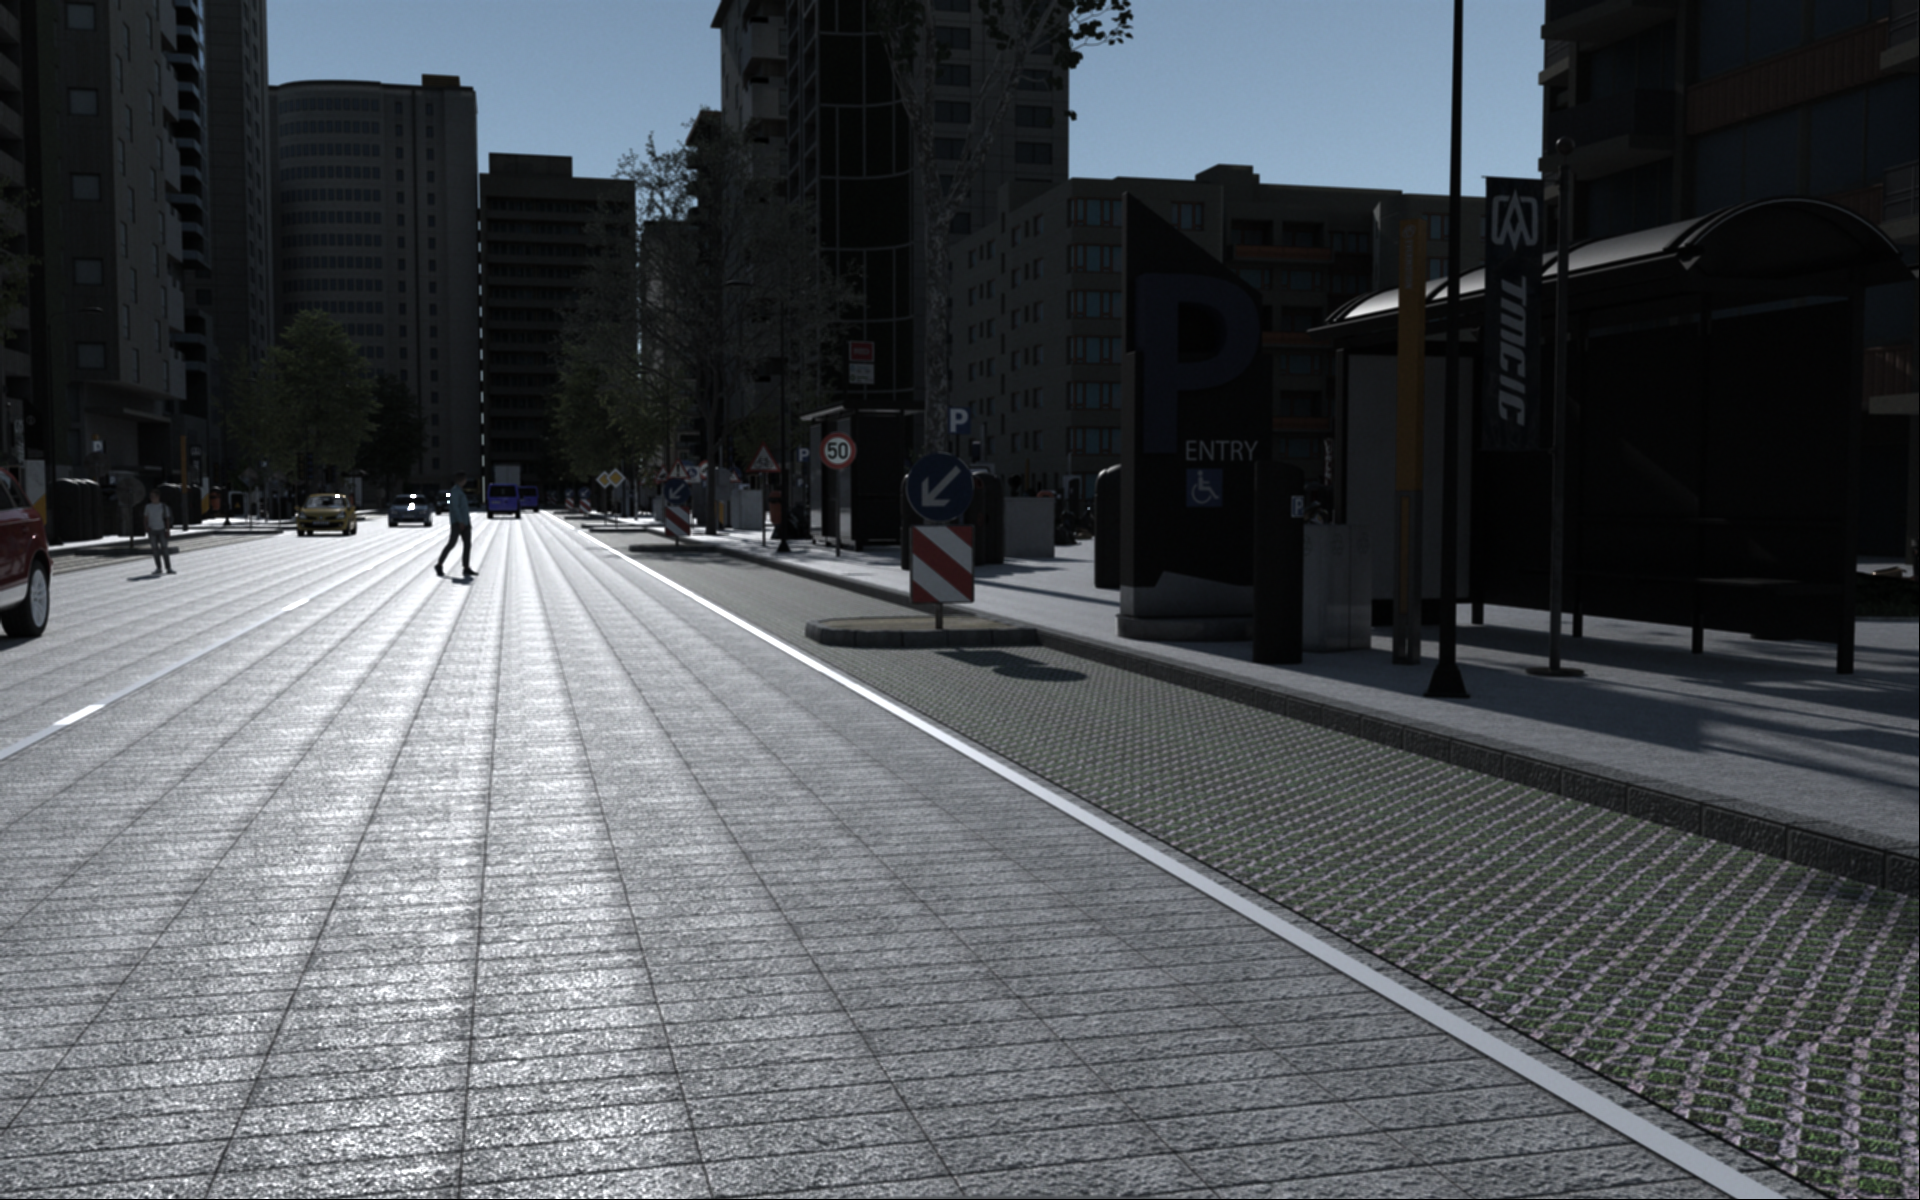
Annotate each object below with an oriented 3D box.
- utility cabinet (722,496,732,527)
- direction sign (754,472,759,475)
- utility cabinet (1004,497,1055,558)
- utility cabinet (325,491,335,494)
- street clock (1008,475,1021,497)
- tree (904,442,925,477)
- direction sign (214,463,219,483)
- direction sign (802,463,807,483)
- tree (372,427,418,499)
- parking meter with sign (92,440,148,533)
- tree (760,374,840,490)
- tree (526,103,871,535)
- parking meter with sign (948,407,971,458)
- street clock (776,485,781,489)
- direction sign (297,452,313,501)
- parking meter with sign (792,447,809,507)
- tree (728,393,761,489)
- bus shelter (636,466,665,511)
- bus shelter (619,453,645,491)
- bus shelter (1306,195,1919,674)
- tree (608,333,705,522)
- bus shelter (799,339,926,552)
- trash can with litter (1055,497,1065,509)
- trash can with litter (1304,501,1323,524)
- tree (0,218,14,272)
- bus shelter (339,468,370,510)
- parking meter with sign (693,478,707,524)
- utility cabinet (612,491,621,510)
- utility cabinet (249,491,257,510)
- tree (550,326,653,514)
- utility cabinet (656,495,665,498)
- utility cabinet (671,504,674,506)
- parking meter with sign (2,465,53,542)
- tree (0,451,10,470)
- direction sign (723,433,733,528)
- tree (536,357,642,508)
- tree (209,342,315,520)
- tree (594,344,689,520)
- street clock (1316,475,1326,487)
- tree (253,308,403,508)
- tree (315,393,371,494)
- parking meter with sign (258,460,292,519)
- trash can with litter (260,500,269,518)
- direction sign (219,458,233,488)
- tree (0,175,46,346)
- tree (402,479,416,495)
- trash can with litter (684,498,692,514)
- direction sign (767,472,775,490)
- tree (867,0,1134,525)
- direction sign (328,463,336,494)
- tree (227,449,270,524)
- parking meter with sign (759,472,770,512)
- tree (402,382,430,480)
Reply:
[{"bbox_3d":[-9.772,-3.908,75.065,1.020,1.237,0.306,0,4,-7],"label":"utility cabinet"},{"bbox_3d":[-12.191,-6.839,103.816,0.379,3.537,0.876,-2,4,-28],"label":"direction sign"},{"bbox_3d":[1.387,-1.459,35.019,1.020,1.237,0.306,0,4,-4],"label":"utility cabinet"},{"bbox_3d":[-51.107,-8.036,140.067,1.173,1.500,0.318,-3,5,-43],"label":"utility cabinet"},{"bbox_3d":[2.061,-3.708,65.193,0.471,2.002,0.358,-3,4,-36],"label":"street clock"},{"bbox_3d":[-1.208,-4.186,63.040,1.663,3.219,1.824,0,3,0],"label":"tree"},{"bbox_3d":[-53.534,-8.158,125.381,0.876,3.537,0.379,0,4,-6],"label":"direction sign"},{"bbox_3d":[-11.435,-8.095,124.345,0.876,3.537,0.379,1,4,8],"label":"direction sign"},{"bbox_3d":[-57.163,-13.604,172.788,4.737,8.622,4.395,0,3,0],"label":"tree"},{"bbox_3d":[-27.484,-3.705,56.845,0.543,3.016,1.738,2,4,27],"label":"parking meter with sign"},{"bbox_3d":[-8.542,-9.312,102.607,4.737,8.622,4.395,0,3,0],"label":"tree"},{"bbox_3d":[-7.716,-8.785,54.004,12.009,13.543,11.850,0,3,0],"label":"tree"},{"bbox_3d":[-0.379,-2.397,35.459,0.543,3.016,1.738,-2,4,-24],"label":"parking meter with sign"},{"bbox_3d":[-14.156,-8.015,135.607,0.358,2.002,0.471,2,4,31],"label":"street clock"},{"bbox_3d":[-35.687,-6.267,94.465,0.379,3.537,0.876,3,5,39],"label":"direction sign"},{"bbox_3d":[-6.066,-4.245,65.667,0.543,3.016,1.738,-1,4,-15],"label":"parking meter with sign"},{"bbox_3d":[-14.163,-10.455,121.304,4.737,8.622,4.395,0,3,0],"label":"tree"},{"bbox_3d":[-22.618,-8.150,127.171,2.014,3.302,5.546,-1,4,-15],"label":"bus shelter"},{"bbox_3d":[-26.365,-9.815,138.107,2.179,5.291,8.768,-1,4,-14],"label":"bus shelter"},{"bbox_3d":[5.019,-1.255,14.445,2.014,3.302,5.546,-1,4,-14],"label":"bus shelter"},{"bbox_3d":[-13.769,-7.844,78.618,4.737,8.622,4.395,0,3,0],"label":"tree"},{"bbox_3d":[-2.627,-3.982,42.735,2.179,5.291,8.768,-1,4,-14],"label":"bus shelter"},{"bbox_3d":[5.558,-4.957,92.430,1.055,1.170,0.624,-1,4,-11],"label":"trash can with litter"},{"bbox_3d":[5.459,-1.049,28.540,1.055,1.170,0.624,1,4,15],"label":"trash can with litter"},{"bbox_3d":[-18.965,-5.625,26.374,8.767,10.594,7.601,-1,4,-18],"label":"tree"},{"bbox_3d":[-48.556,-8.874,139.011,2.014,3.302,5.546,-1,4,-15],"label":"bus shelter"},{"bbox_3d":[-10.795,-4.762,74.114,0.543,3.016,1.738,1,4,11],"label":"parking meter with sign"},{"bbox_3d":[-23.592,-6.836,120.449,1.173,1.500,0.318,-3,4,-36],"label":"utility cabinet"},{"bbox_3d":[-47.722,-6.591,116.439,1.173,1.500,0.318,1,4,21],"label":"utility cabinet"},{"bbox_3d":[-23.206,-11.968,113.807,7.486,12.596,7.792,0,3,0],"label":"tree"},{"bbox_3d":[-17.730,-5.670,103.862,1.020,1.237,0.306,-1,4,-15],"label":"utility cabinet"},{"bbox_3d":[-15.081,-5.049,91.226,0.318,1.500,1.173,0,4,-5],"label":"utility cabinet"},{"bbox_3d":[-25.083,-3.037,45.912,1.738,3.016,0.543,-1,4,-22],"label":"parking meter with sign"},{"bbox_3d":[-45.483,-5.387,82.671,1.663,3.219,1.824,0,3,0],"label":"tree"},{"bbox_3d":[-8.706,-4.471,65.096,0.379,3.537,0.876,-2,4,-30],"label":"direction sign"},{"bbox_3d":[-32.733,-15.185,154.935,9.857,13.997,8.962,0,3,0],"label":"tree"},{"bbox_3d":[-34.113,-8.171,83.956,4.737,8.622,4.395,0,3,0],"label":"tree"},{"bbox_3d":[-15.572,-8.188,84.237,4.360,8.622,3.978,0,3,0],"label":"tree"},{"bbox_3d":[13.637,-3.713,65.285,0.358,2.002,0.471,-1,4,-16],"label":"street clock"},{"bbox_3d":[-39.049,-11.485,105.909,7.486,12.596,7.792,0,3,0],"label":"tree"},{"bbox_3d":[-43.642,-10.394,120.303,4.737,8.622,4.395,0,3,0],"label":"tree"},{"bbox_3d":[-35.014,-5.651,88.661,1.738,3.016,0.543,1,4,21],"label":"parking meter with sign"},{"bbox_3d":[-37.949,-5.116,95.026,1.055,1.170,0.624,-2,4,-34],"label":"trash can with litter"},{"bbox_3d":[-45.838,-7.131,108.585,0.876,3.537,0.379,2,4,34],"label":"direction sign"},{"bbox_3d":[-20.976,-5.210,35.541,4.737,8.622,4.395,0,3,0],"label":"tree"},{"bbox_3d":[-62.968,-12.370,196.848,1.663,3.219,1.824,0,3,0],"label":"tree"},{"bbox_3d":[-18.527,-6.518,117.627,1.678,1.210,2.233,-2,4,-30],"label":"trash can with litter"},{"bbox_3d":[-15.187,-8.996,139.087,0.379,3.537,0.876,3,4,38],"label":"direction sign"},{"bbox_3d":[0.920,-10.406,26.019,12.611,20.169,13.585,0,3,0],"label":"tree"},{"bbox_3d":[-41.756,-7.532,115.142,0.876,3.537,0.379,3,4,39],"label":"direction sign"},{"bbox_3d":[-30.950,-4.906,74.814,1.663,3.219,1.824,0,3,0],"label":"tree"},{"bbox_3d":[-14.255,-7.995,126.978,0.543,3.016,1.738,2,4,25],"label":"parking meter with sign"},{"bbox_3d":[-53.168,-14.915,161.988,7.486,12.596,7.792,0,3,0],"label":"tree"}]
